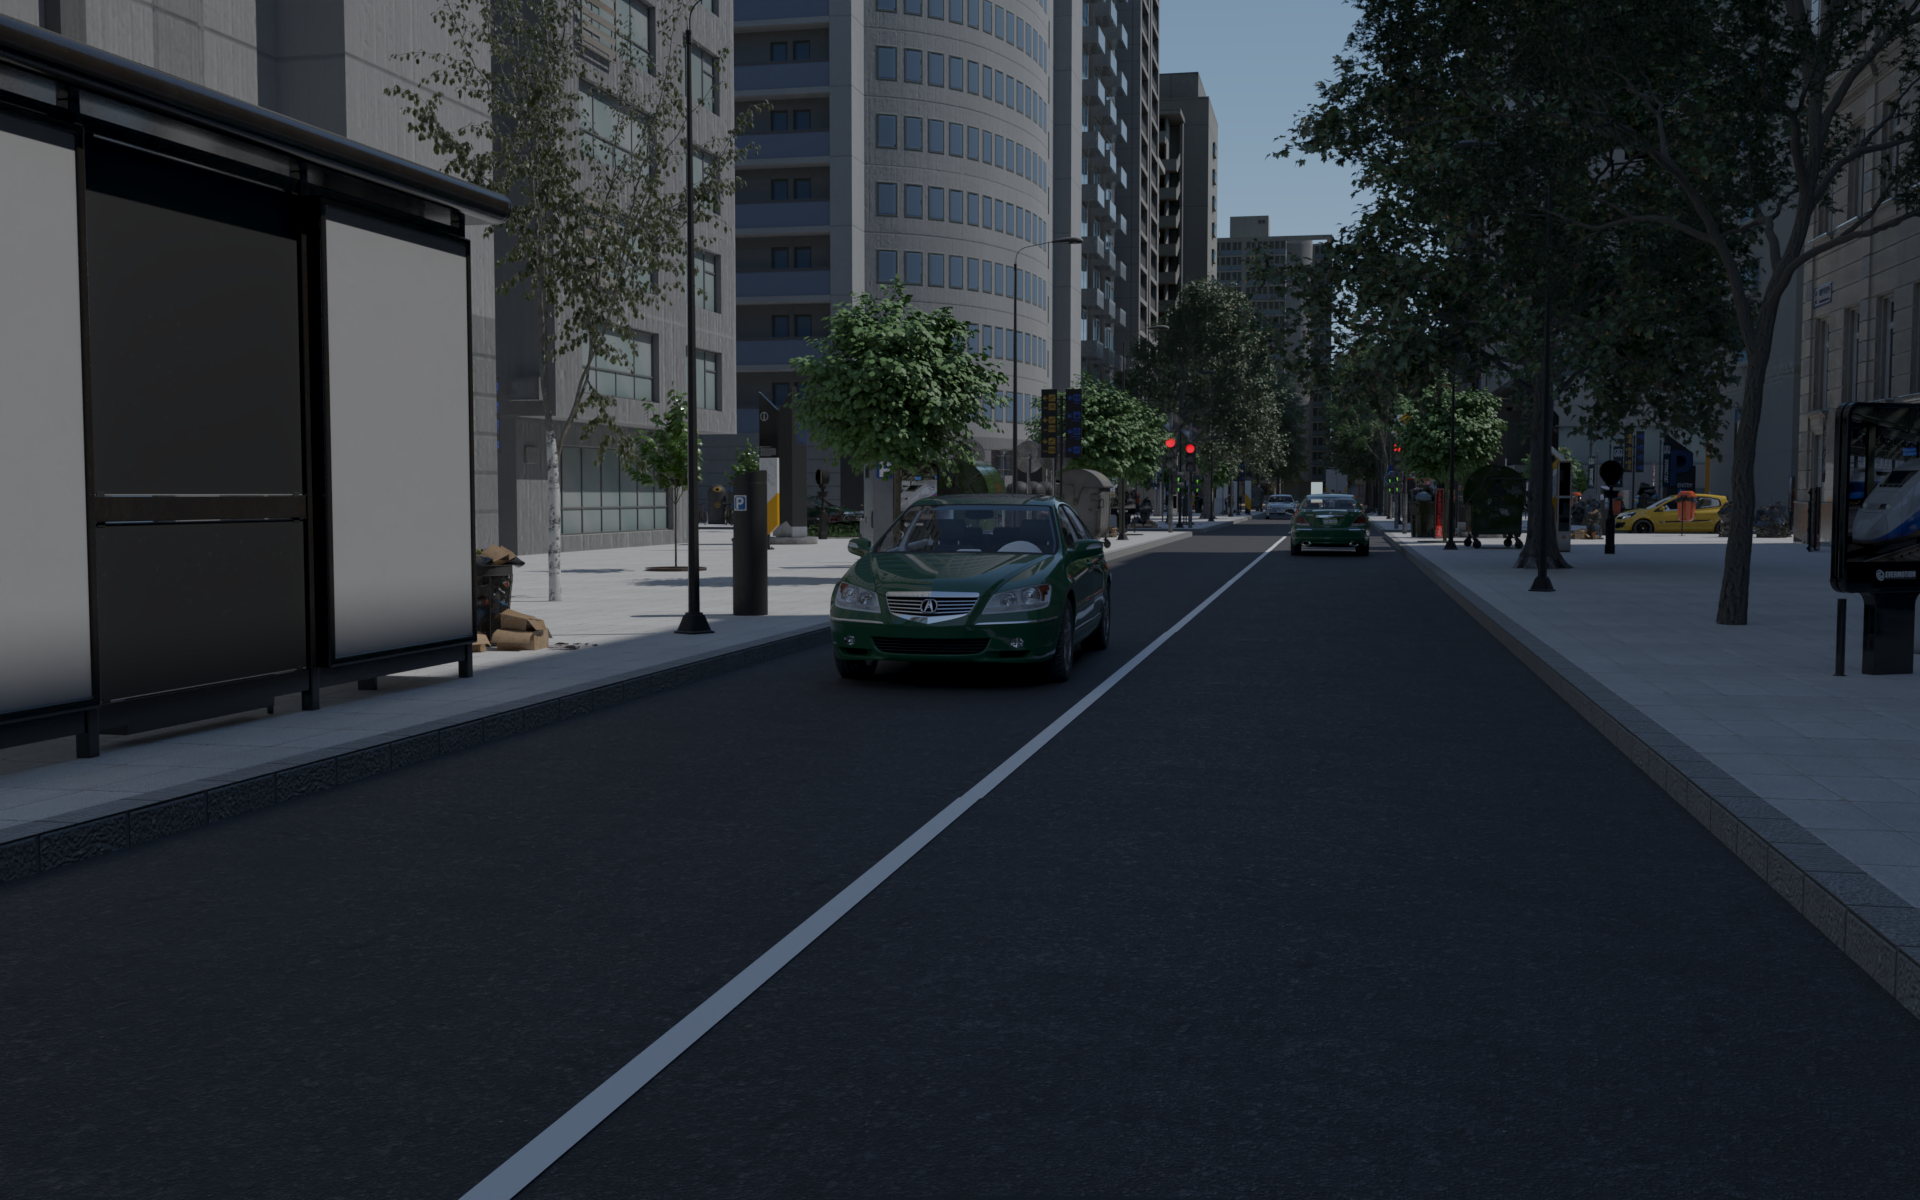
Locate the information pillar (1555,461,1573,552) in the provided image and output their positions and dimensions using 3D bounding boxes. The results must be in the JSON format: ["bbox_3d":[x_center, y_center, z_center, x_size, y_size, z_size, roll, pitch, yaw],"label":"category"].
[{"bbox_3d":[13.317,-2.062,38.206,0.304,2.012,0.304,1,4,13],"label":"information pillar"}]

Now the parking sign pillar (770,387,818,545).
[{"bbox_3d":[-4.373,-3.419,44.369,1.447,3.967,1.447,-2,4,-29],"label":"parking sign pillar"}]

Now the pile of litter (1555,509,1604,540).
[{"bbox_3d":[17.765,-2.160,49.286,1.176,0.858,1.719,2,4,32],"label":"pile of litter"}]

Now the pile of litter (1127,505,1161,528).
[{"bbox_3d":[6.964,-3.152,65.500,1.719,0.858,1.176,3,4,38],"label":"pile of litter"}]

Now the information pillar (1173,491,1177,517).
[{"bbox_3d":[12.157,-5.745,98.416,0.304,2.012,0.304,-1,4,-18],"label":"information pillar"}]

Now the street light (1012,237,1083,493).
[{"bbox_3d":[1.535,-3.609,31.543,1.470,5.913,1.316,1,4,12],"label":"street light"}]

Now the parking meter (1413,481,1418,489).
[{"bbox_3d":[19.058,-4.063,72.139,0.399,1.863,0.255,-3,5,-41],"label":"parking meter"}]

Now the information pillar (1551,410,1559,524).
[{"bbox_3d":[14.684,-3.169,43.160,0.504,3.616,0.183,-2,4,-26],"label":"information pillar"}]

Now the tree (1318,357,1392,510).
[{"bbox_3d":[33.949,-14.424,142.480,9.857,13.997,8.962,0,3,0],"label":"tree"}]

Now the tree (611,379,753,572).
[{"bbox_3d":[-4.743,-2.112,29.135,1.663,3.219,1.824,0,3,0],"label":"tree"}]

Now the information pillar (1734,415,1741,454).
[{"bbox_3d":[21.130,-3.397,46.901,0.504,3.616,0.183,-2,4,-31],"label":"information pillar"}]

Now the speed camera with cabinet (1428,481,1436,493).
[{"bbox_3d":[20.296,-4.905,74.526,0.660,3.252,2.038,0,4,5],"label":"speed camera with cabinet"}]

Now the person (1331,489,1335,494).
[{"bbox_3d":[22.660,-5.866,105.159,0.760,1.731,0.466,-2,4,-28],"label":"person"}]

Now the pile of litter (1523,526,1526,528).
[{"bbox_3d":[22.296,-3.187,66.078,1.719,0.858,1.176,2,4,30],"label":"pile of litter"}]

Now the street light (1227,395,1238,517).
[{"bbox_3d":[12.351,-6.647,81.223,1.470,5.913,1.316,1,4,12],"label":"street light"}]

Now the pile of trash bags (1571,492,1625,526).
[{"bbox_3d":[25.985,-3.691,70.101,1.912,1.369,3.447,0,4,-1],"label":"pile of trash bags"}]

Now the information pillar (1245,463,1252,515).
[{"bbox_3d":[17.851,-7.087,107.231,0.504,3.616,0.183,-3,5,-41],"label":"information pillar"}]

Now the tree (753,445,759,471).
[{"bbox_3d":[-7.308,-3.932,58.891,1.663,3.219,1.824,0,3,0],"label":"tree"}]

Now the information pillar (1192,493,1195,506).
[{"bbox_3d":[17.284,-8.436,129.290,0.504,3.616,0.183,1,4,14],"label":"information pillar"}]

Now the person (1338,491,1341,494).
[{"bbox_3d":[32.450,-8.473,147.772,1.217,1.736,0.721,-3,5,-44],"label":"person"}]

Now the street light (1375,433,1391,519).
[{"bbox_3d":[14.280,-5.098,55.900,1.470,5.913,1.316,1,4,12],"label":"street light"}]

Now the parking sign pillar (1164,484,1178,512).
[{"bbox_3d":[15.108,-8.292,124.047,1.447,3.967,1.447,2,4,27],"label":"parking sign pillar"}]

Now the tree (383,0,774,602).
[{"bbox_3d":[-4.611,-4.287,20.453,4.360,8.622,3.978,0,3,0],"label":"tree"}]

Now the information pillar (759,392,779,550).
[{"bbox_3d":[-4.393,-2.961,39.763,0.504,3.616,0.183,2,4,24],"label":"information pillar"}]

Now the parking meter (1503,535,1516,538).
[{"bbox_3d":[15.897,-2.717,50.130,0.399,1.863,0.255,1,4,12],"label":"parking meter"}]

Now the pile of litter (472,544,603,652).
[{"bbox_3d":[-3.926,-0.027,14.400,1.719,0.858,1.176,1,4,10],"label":"pile of litter"}]

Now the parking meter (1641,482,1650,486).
[{"bbox_3d":[33.872,-4.884,85.570,0.399,1.863,0.255,3,5,40],"label":"parking meter"}]

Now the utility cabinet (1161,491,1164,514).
[{"bbox_3d":[12.437,-6.057,107.715,0.318,1.500,1.173,1,4,16],"label":"utility cabinet"}]

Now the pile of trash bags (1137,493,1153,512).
[{"bbox_3d":[12.528,-6.853,121.803,1.912,1.369,3.447,0,4,1],"label":"pile of trash bags"}]

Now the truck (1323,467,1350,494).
[{"bbox_3d":[40.268,-12.010,185.284,2.839,4.237,11.283,1,4,12],"label":"truck"}]

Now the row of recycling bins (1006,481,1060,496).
[{"bbox_3d":[2.548,-3.049,56.958,1.069,1.692,3.534,2,4,27],"label":"row of recycling bins"}]

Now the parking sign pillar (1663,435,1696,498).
[{"bbox_3d":[31.775,-5.384,76.502,1.447,3.967,1.447,0,4,-5],"label":"parking sign pillar"}]

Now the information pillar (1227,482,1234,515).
[{"bbox_3d":[16.549,-6.204,105.925,0.304,2.012,0.304,2,4,24],"label":"information pillar"}]

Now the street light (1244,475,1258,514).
[{"bbox_3d":[15.752,-7.619,97.110,1.470,5.913,1.316,1,4,12],"label":"street light"}]

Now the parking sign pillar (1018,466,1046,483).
[{"bbox_3d":[3.175,-5.414,76.986,1.447,3.967,1.447,2,4,30],"label":"parking sign pillar"}]

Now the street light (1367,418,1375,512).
[{"bbox_3d":[17.930,-6.130,72.759,1.470,5.913,1.316,1,4,12],"label":"street light"}]

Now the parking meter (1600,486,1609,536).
[{"bbox_3d":[19.952,-2.754,53.442,0.372,1.533,0.369,0,3,0],"label":"parking meter"}]

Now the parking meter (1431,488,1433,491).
[{"bbox_3d":[19.211,-3.831,71.055,0.372,1.533,0.369,0,3,0],"label":"parking meter"}]

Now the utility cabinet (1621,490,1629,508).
[{"bbox_3d":[39.344,-5.742,102.559,0.318,1.500,1.173,1,4,12],"label":"utility cabinet"}]

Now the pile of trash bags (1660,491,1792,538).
[{"bbox_3d":[23.200,-2.586,52.040,1.912,1.369,3.447,-3,5,-43],"label":"pile of trash bags"}]

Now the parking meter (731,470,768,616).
[{"bbox_3d":[-2.225,-0.608,18.349,0.372,1.533,0.369,0,3,0],"label":"parking meter"}]

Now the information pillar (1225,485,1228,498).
[{"bbox_3d":[17.012,-7.253,109.940,0.504,3.616,0.183,3,4,38],"label":"information pillar"}]

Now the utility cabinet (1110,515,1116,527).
[{"bbox_3d":[5.610,-3.419,67.058,1.020,1.237,0.306,1,4,15],"label":"utility cabinet"}]

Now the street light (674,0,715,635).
[{"bbox_3d":[-1.923,-2.638,15.670,1.470,5.913,1.316,1,4,12],"label":"street light"}]

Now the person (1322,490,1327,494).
[{"bbox_3d":[33.779,-9.277,160.039,0.709,1.838,0.599,3,5,40],"label":"person"}]

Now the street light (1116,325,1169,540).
[{"bbox_3d":[5.058,-4.611,47.924,1.470,5.913,1.316,1,4,12],"label":"street light"}]

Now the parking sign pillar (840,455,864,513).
[{"bbox_3d":[-4.255,-5.067,71.316,1.447,3.967,1.447,0,4,7],"label":"parking sign pillar"}]

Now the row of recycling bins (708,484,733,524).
[{"bbox_3d":[-9.059,-4.045,73.256,3.534,1.692,1.069,1,4,20],"label":"row of recycling bins"}]

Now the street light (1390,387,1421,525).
[{"bbox_3d":[10.792,-4.120,39.899,1.470,5.913,1.316,1,4,12],"label":"street light"}]

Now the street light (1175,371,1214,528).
[{"bbox_3d":[8.855,-5.676,65.337,1.470,5.913,1.316,1,4,12],"label":"street light"}]

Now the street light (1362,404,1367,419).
[{"bbox_3d":[21.444,-7.100,88.620,1.470,5.913,1.316,1,4,12],"label":"street light"}]

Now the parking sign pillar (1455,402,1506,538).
[{"bbox_3d":[15.378,-3.828,51.061,1.447,3.967,1.447,1,4,12],"label":"parking sign pillar"}]

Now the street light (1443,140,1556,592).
[{"bbox_3d":[7.162,-3.075,22.824,1.470,5.913,1.316,1,4,12],"label":"street light"}]

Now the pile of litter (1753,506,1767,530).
[{"bbox_3d":[30.515,-3.132,65.174,1.176,0.858,1.719,1,4,13],"label":"pile of litter"}]
